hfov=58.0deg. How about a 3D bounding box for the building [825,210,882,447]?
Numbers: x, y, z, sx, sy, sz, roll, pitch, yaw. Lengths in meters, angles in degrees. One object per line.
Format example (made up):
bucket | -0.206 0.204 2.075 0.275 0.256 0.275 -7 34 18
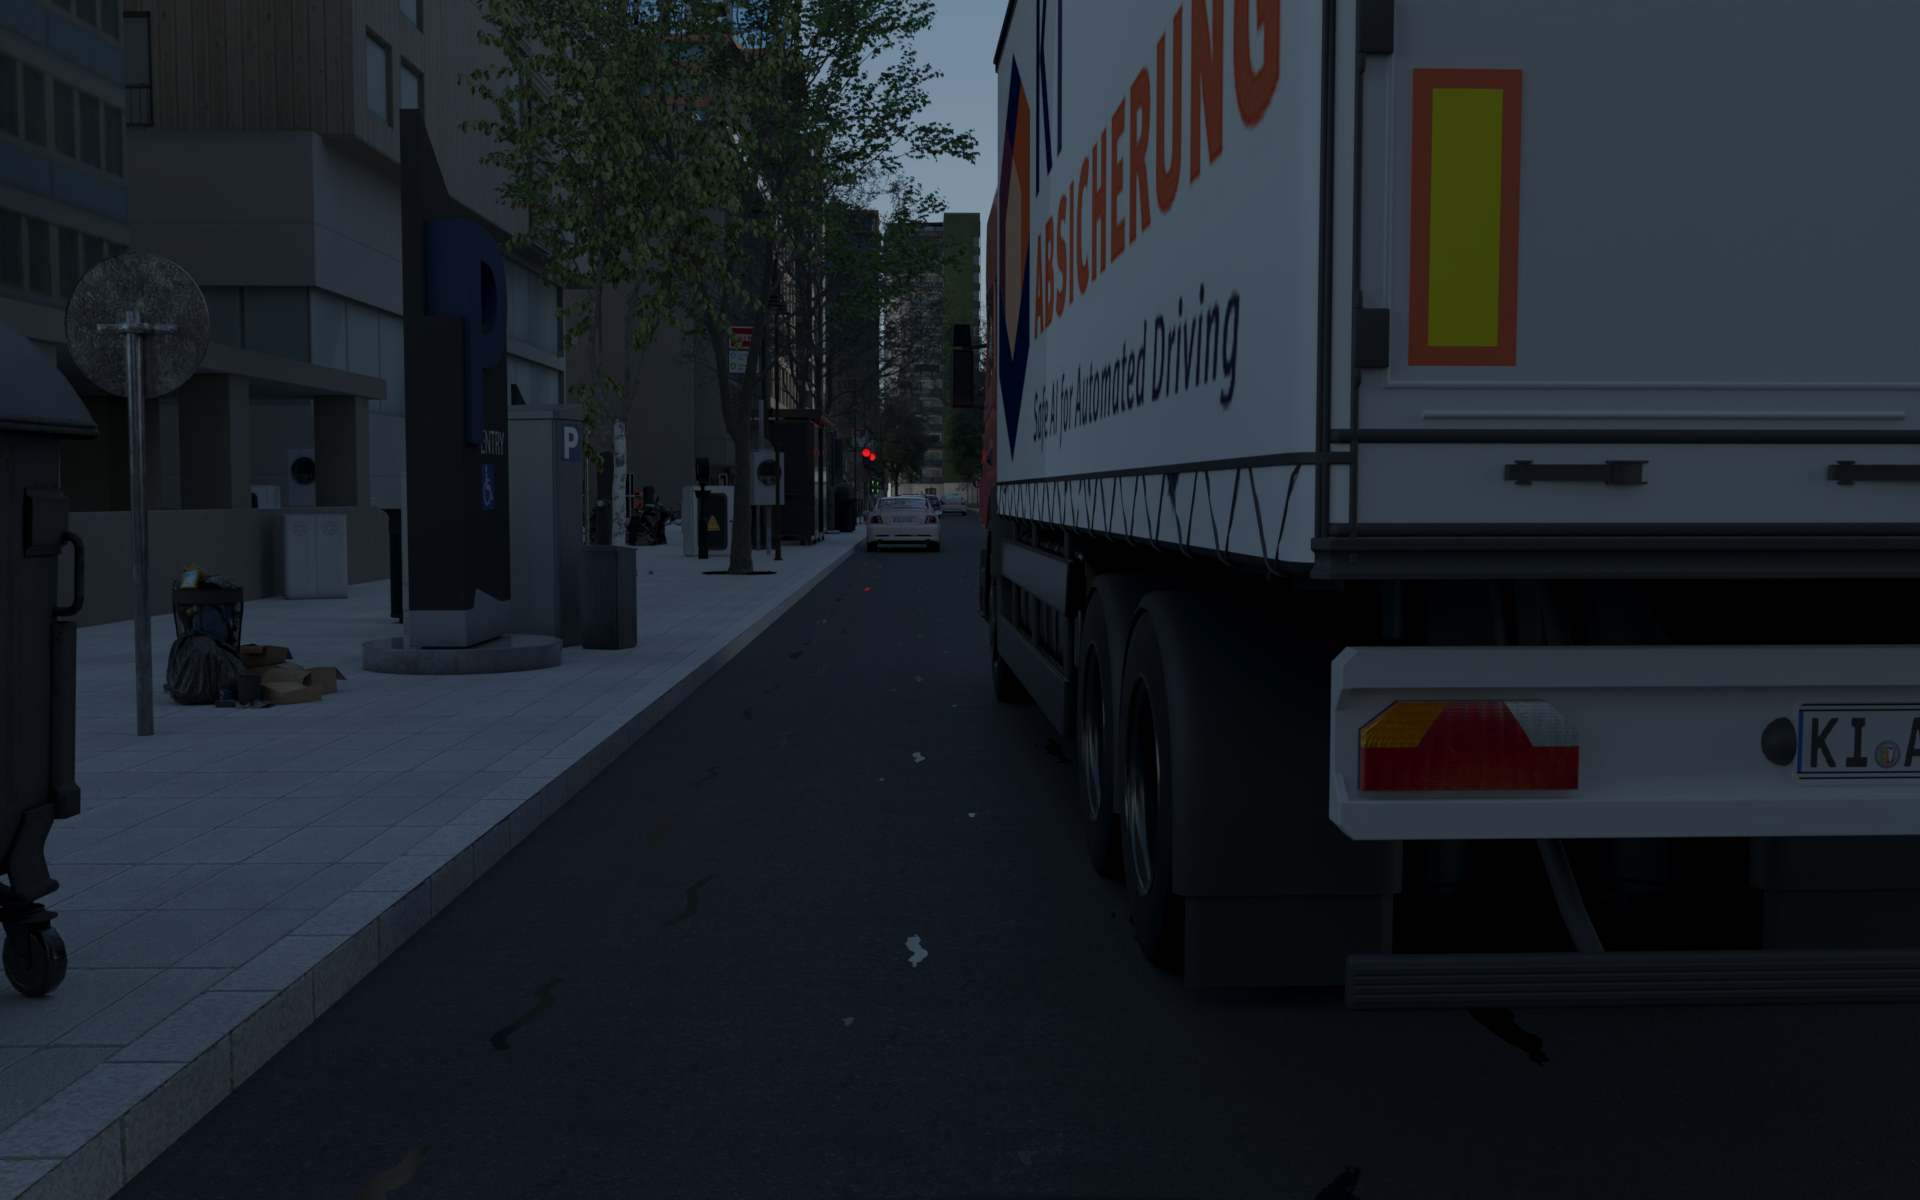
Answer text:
building | -26.106 -36.822 256.656 28.867 44.769 22.147 0 4 -1

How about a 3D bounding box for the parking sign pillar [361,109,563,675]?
parking sign pillar | -3.722 -1.492 12.863 1.447 3.967 1.447 0 4 -1

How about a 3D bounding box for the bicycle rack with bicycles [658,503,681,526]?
bicycle rack with bicycles | -11.378 -3.496 70.536 2.925 0.926 2.852 1 4 21

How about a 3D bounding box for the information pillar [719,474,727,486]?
information pillar | -8.661 -3.602 63.384 0.304 2.012 0.304 0 4 -6

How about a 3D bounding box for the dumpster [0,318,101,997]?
dumpster | -2.860 0.128 3.670 1.264 1.857 1.865 0 4 -1

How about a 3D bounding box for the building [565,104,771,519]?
building | -19.388 -17.291 101.778 14.314 24.678 30.058 0 4 -1

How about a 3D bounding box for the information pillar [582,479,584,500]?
information pillar | -19.049 -5.045 86.971 0.304 2.012 0.304 1 4 14

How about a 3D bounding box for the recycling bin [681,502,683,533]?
recycling bin | -8.829 -2.736 57.285 0.722 1.027 0.722 0 4 -5

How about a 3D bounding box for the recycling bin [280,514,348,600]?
recycling bin | -7.984 -0.541 21.396 0.722 1.027 0.722 -2 4 -25

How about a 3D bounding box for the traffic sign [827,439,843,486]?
traffic sign | -5.397 -4.263 63.577 2.265 3.308 0.079 0 4 8

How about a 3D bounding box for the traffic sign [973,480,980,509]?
traffic sign | 1.537 -9.295 152.073 0.768 2.556 0.104 0 4 3

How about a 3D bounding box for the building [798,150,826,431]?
building | -22.197 -31.008 190.577 14.154 41.232 14.086 0 4 -1

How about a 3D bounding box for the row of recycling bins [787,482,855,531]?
row of recycling bins | -5.227 -3.285 60.828 3.534 1.692 1.069 -2 4 -35

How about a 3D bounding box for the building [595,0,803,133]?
building | -31.147 -54.895 210.197 31.000 86.520 22.319 0 4 -1

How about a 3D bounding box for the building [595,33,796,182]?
building | -26.022 -31.417 168.290 22.147 44.769 28.867 0 4 -1

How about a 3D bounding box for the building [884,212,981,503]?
building | -4.152 -34.837 253.175 14.086 41.232 14.154 0 4 -1

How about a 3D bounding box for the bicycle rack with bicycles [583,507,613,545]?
bicycle rack with bicycles | -9.771 -1.676 40.790 2.925 0.926 2.852 2 4 27

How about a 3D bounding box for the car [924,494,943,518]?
car | -2.029 -5.591 103.416 2.014 1.417 4.499 0 4 0

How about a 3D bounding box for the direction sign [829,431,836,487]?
direction sign | -4.623 -4.331 62.806 0.379 3.537 0.876 -1 4 -20

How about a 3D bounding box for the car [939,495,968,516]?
car | -0.494 -6.399 116.988 2.083 1.381 4.827 0 4 -1

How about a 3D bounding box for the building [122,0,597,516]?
building | -25.714 -28.039 47.674 27.495 52.752 28.713 0 4 -1

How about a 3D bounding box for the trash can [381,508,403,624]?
trash can | -5.372 -0.344 17.279 0.748 1.137 0.748 0 3 0

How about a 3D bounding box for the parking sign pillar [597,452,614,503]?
parking sign pillar | -16.661 -5.761 82.657 1.447 3.967 1.447 -1 4 -11

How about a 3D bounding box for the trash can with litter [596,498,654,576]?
trash can with litter | -5.651 -0.994 27.313 1.678 1.210 2.233 -1 4 -21

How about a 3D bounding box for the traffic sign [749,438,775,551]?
traffic sign | -4.551 -2.380 39.014 0.768 2.556 0.104 0 4 6

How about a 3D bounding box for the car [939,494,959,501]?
car | -0.715 -7.944 138.683 1.959 1.807 4.718 0 4 0

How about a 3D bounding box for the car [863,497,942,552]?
car | -1.475 -1.973 44.624 2.083 1.381 4.827 0 4 -3

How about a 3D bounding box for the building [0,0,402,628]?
building | -24.623 -20.020 19.209 32.217 40.220 23.993 0 4 -1

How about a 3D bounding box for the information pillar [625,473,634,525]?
information pillar | -11.490 -3.398 60.043 0.304 2.012 0.304 1 4 17

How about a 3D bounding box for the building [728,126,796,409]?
building | -23.588 -20.152 133.999 19.350 26.468 34.151 0 4 -1

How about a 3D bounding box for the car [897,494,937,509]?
car | -1.922 -3.651 69.484 2.009 1.686 4.222 0 4 -2

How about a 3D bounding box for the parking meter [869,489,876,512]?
parking meter | -4.376 -4.783 86.621 0.372 1.533 0.369 0 3 0

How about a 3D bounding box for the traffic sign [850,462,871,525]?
traffic sign | -4.067 -4.322 70.661 0.884 2.594 0.081 0 4 5

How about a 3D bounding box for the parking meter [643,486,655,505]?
parking meter | -9.761 -2.810 54.361 0.372 1.533 0.369 0 3 0

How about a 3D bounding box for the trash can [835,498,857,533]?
trash can | -3.796 -2.826 57.851 0.748 1.137 0.748 0 3 0

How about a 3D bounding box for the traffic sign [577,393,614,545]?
traffic sign | -4.676 -1.327 21.703 0.884 2.594 0.081 0 4 1
